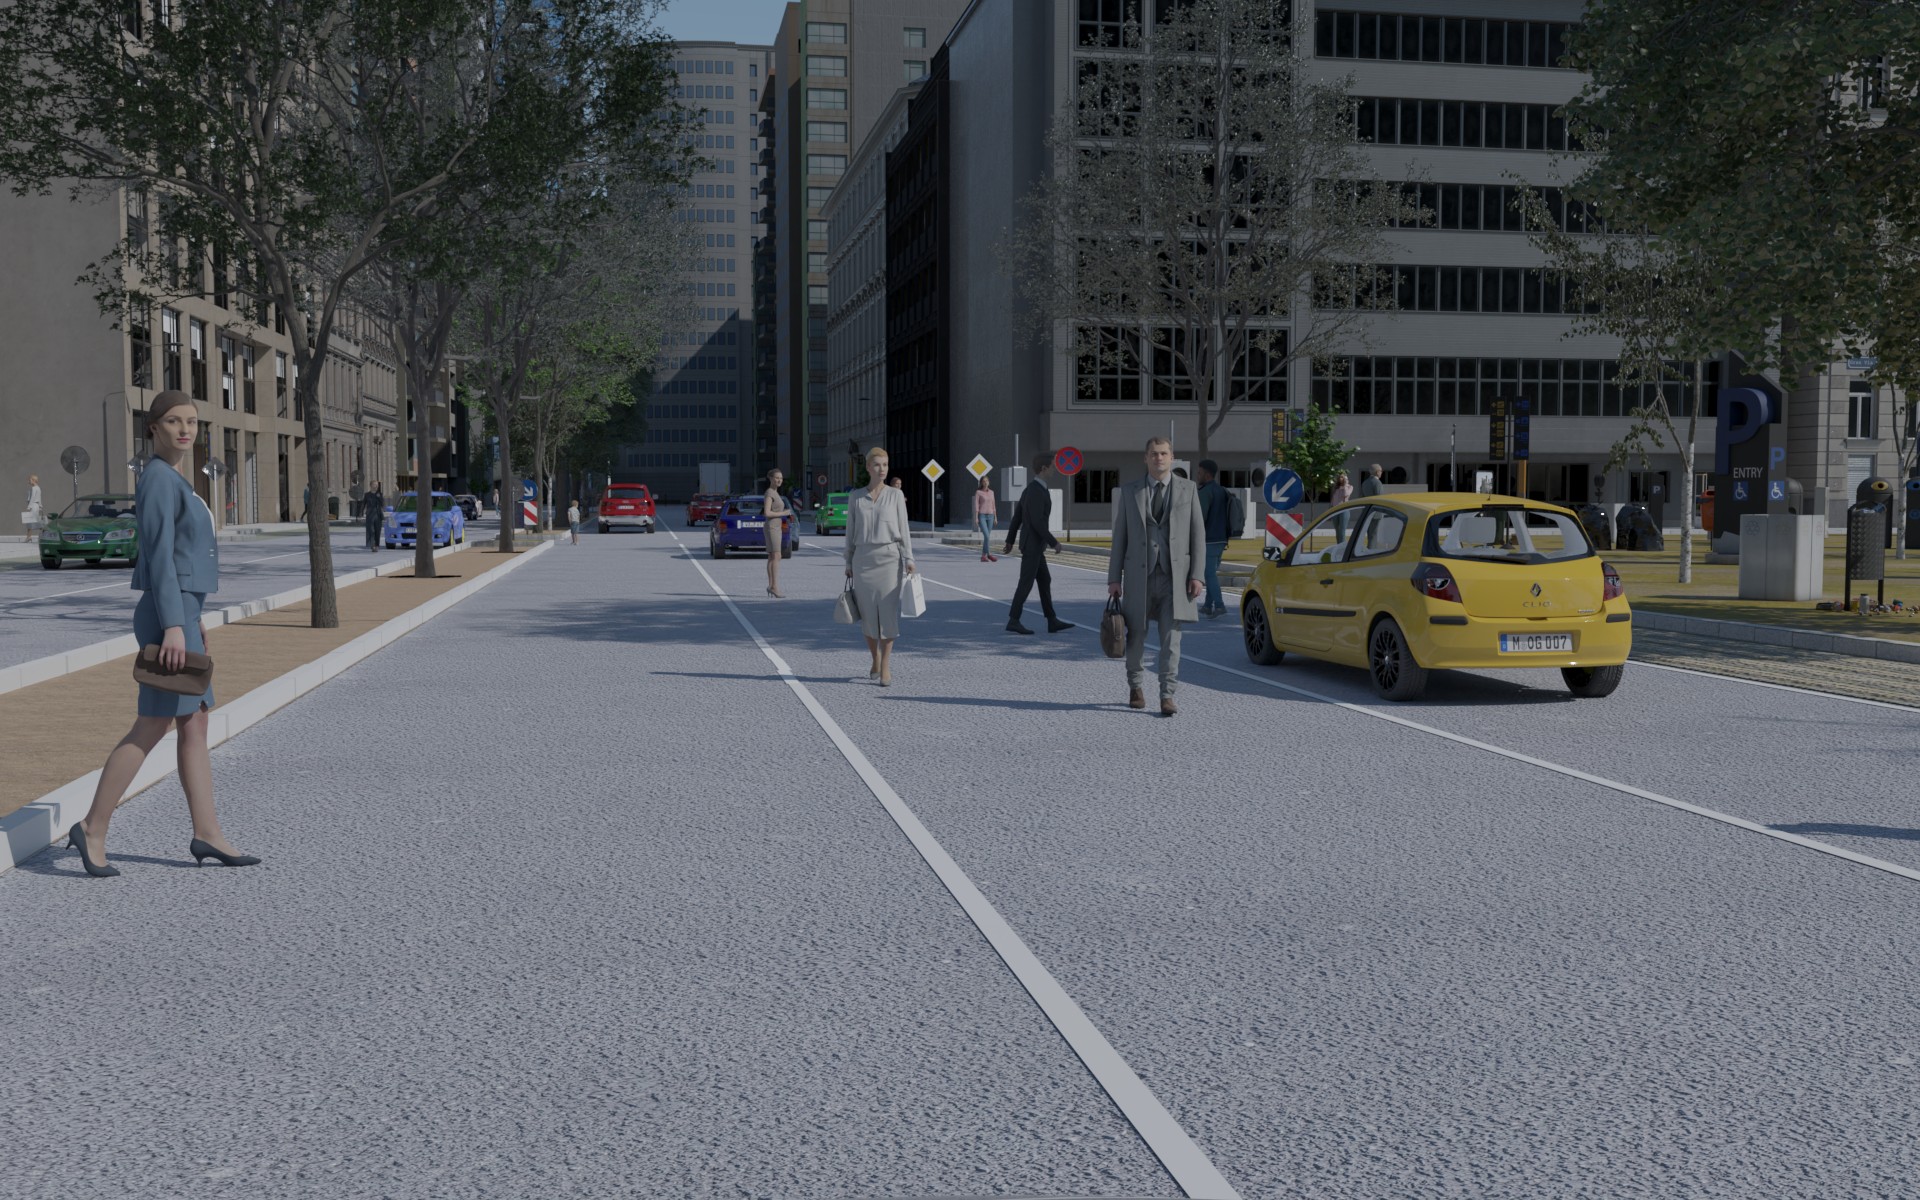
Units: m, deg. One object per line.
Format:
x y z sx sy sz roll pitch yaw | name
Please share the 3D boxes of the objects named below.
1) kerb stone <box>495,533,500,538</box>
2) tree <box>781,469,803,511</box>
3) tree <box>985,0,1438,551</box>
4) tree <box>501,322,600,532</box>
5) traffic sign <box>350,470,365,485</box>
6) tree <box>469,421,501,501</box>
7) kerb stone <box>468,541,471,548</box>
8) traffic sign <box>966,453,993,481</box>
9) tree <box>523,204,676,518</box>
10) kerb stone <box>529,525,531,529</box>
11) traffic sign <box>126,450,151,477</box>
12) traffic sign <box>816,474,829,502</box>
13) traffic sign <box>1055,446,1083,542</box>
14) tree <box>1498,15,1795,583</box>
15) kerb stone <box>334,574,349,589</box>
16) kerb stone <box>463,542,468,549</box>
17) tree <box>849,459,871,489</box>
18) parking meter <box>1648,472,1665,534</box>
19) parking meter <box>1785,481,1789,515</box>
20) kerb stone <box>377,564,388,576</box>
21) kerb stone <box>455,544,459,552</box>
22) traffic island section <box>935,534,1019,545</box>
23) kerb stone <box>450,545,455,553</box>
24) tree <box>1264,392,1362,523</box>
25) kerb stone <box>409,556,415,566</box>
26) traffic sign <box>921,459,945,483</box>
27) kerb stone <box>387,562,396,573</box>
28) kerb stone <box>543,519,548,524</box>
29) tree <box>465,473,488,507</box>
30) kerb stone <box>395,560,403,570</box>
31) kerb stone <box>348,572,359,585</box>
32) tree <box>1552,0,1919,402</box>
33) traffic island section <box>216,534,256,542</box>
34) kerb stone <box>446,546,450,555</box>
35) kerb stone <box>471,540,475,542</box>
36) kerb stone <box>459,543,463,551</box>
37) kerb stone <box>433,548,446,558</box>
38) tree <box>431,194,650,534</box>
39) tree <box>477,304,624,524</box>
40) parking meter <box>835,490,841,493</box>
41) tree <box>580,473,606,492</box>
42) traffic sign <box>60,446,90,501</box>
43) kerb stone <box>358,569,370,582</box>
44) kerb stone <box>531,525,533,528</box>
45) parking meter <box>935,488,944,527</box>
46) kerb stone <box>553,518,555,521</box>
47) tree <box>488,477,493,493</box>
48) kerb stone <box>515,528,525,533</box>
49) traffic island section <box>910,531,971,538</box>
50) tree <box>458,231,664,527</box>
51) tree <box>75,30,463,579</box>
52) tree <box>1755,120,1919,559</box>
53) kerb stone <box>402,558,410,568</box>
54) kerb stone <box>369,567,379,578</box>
-15.150 -2.132 57.121 0.120 0.150 1.000 -1 4 -10 | kerb stone
-13.084 -8.547 134.343 1.663 3.219 1.824 0 3 0 | tree
5.628 -7.878 39.173 12.009 13.543 11.850 0 3 0 | tree
-15.635 -6.906 65.726 4.360 8.622 3.978 0 3 0 | tree
-31.699 -5.567 91.125 0.768 2.556 0.104 0 4 -1 | traffic sign
-48.249 -13.688 174.167 4.737 8.622 4.395 0 3 0 | tree
-13.014 -1.425 45.501 0.120 0.150 1.000 -1 4 -10 | kerb stone
0.574 -2.905 49.693 0.795 2.593 0.064 -1 4 -10 | traffic sign
-23.555 -14.948 102.746 12.611 20.169 13.585 0 3 0 | tree
-17.572 -2.937 70.219 0.120 0.150 1.000 -1 4 -10 | kerb stone
-21.550 -2.658 45.641 0.795 2.593 0.064 -1 4 -10 | traffic sign
-8.650 -6.657 108.952 0.768 2.556 0.104 0 4 -3 | traffic sign
2.910 -2.831 46.396 0.768 2.556 0.104 0 4 -3 | traffic sign
10.294 -4.560 24.925 4.360 8.622 3.978 0 3 0 | tree
-9.470 -0.253 26.327 0.120 0.150 1.000 -1 4 -10 | kerb stone
-12.822 -1.360 44.491 0.120 0.150 1.000 -1 4 -10 | kerb stone
-5.184 -5.958 92.018 1.663 3.219 1.824 0 3 0 | tree
18.569 -2.476 46.189 0.399 1.863 0.255 1 4 16 | parking meter
15.604 -1.508 33.071 0.372 1.533 0.369 0 3 0 | parking meter
-10.215 -0.499 30.370 0.120 0.150 1.000 -1 4 -10 | kerb stone
-12.449 -1.240 42.467 0.120 0.150 1.000 -1 4 -10 | kerb stone
0.596 -1.682 49.780 2.009 0.180 2.903 -1 4 -10 | traffic island section
-12.261 -1.178 41.462 0.120 0.150 1.000 -1 4 -10 | kerb stone
6.693 -2.353 33.066 1.663 3.219 1.824 0 3 0 | tree
-10.961 -0.745 34.395 0.120 0.150 1.000 -1 4 -10 | kerb stone
-0.877 -3.386 57.546 0.795 2.593 0.064 -1 4 -10 | traffic sign
-10.400 -0.561 31.375 0.120 0.150 1.000 -1 4 -10 | kerb stone
-20.556 -3.923 86.343 0.120 0.150 1.000 -1 4 -10 | kerb stone
-44.834 -10.117 160.022 1.663 3.219 1.824 0 3 0 | tree
-10.586 -0.623 32.380 0.120 0.150 1.000 -1 4 -10 | kerb stone
-9.664 -0.315 27.340 0.120 0.150 1.000 -1 4 -10 | kerb stone
9.796 -6.672 15.748 9.857 13.997 8.962 0 3 0 | tree
-23.023 -1.913 53.556 2.009 0.180 2.903 -1 4 -10 | traffic island section
-12.083 -1.117 40.456 0.120 0.150 1.000 -1 4 -10 | kerb stone
-13.195 -1.485 46.515 0.120 0.150 1.000 -1 4 -10 | kerb stone
-12.642 -1.301 43.472 0.120 0.150 1.000 -1 4 -10 | kerb stone
-11.891 -1.052 39.452 0.120 0.150 1.000 -1 4 -10 | kerb stone
-14.251 -7.971 58.537 9.928 11.665 9.643 0 3 0 | tree
-19.446 -9.947 83.225 7.486 12.596 7.792 0 3 0 | tree
-7.606 -6.098 108.117 0.372 1.533 0.369 0 3 0 | parking meter
-24.357 -9.727 111.856 4.737 8.622 4.395 0 3 0 | tree
-23.288 -2.783 45.608 0.768 2.556 0.104 0 4 -3 | traffic sign
-9.844 -0.376 28.346 0.120 0.150 1.000 -1 4 -10 | kerb stone
-17.766 -2.999 71.225 0.120 0.150 1.000 -1 4 -10 | kerb stone
-0.790 -3.563 66.673 0.372 1.533 0.369 0 3 0 | parking meter
-21.119 -4.108 89.364 0.120 0.150 1.000 -1 4 -10 | kerb stone
-46.964 -10.781 170.875 1.663 3.219 1.824 0 3 0 | tree
-16.833 -2.691 66.194 0.120 0.150 1.000 -1 4 -10 | kerb stone
-0.855 -2.162 57.633 2.009 0.180 2.903 -1 4 -10 | traffic island section
-17.196 -10.119 74.563 9.857 13.997 8.962 0 3 0 | tree
-9.053 -7.103 28.954 12.009 13.543 11.850 0 3 0 | tree
18.586 -5.094 33.646 4.360 8.622 3.978 0 3 0 | tree
-10.777 -0.684 33.386 0.120 0.150 1.000 -1 4 -10 | kerb stone
-10.029 -0.435 29.360 0.120 0.150 1.000 -1 4 -10 | kerb stone
